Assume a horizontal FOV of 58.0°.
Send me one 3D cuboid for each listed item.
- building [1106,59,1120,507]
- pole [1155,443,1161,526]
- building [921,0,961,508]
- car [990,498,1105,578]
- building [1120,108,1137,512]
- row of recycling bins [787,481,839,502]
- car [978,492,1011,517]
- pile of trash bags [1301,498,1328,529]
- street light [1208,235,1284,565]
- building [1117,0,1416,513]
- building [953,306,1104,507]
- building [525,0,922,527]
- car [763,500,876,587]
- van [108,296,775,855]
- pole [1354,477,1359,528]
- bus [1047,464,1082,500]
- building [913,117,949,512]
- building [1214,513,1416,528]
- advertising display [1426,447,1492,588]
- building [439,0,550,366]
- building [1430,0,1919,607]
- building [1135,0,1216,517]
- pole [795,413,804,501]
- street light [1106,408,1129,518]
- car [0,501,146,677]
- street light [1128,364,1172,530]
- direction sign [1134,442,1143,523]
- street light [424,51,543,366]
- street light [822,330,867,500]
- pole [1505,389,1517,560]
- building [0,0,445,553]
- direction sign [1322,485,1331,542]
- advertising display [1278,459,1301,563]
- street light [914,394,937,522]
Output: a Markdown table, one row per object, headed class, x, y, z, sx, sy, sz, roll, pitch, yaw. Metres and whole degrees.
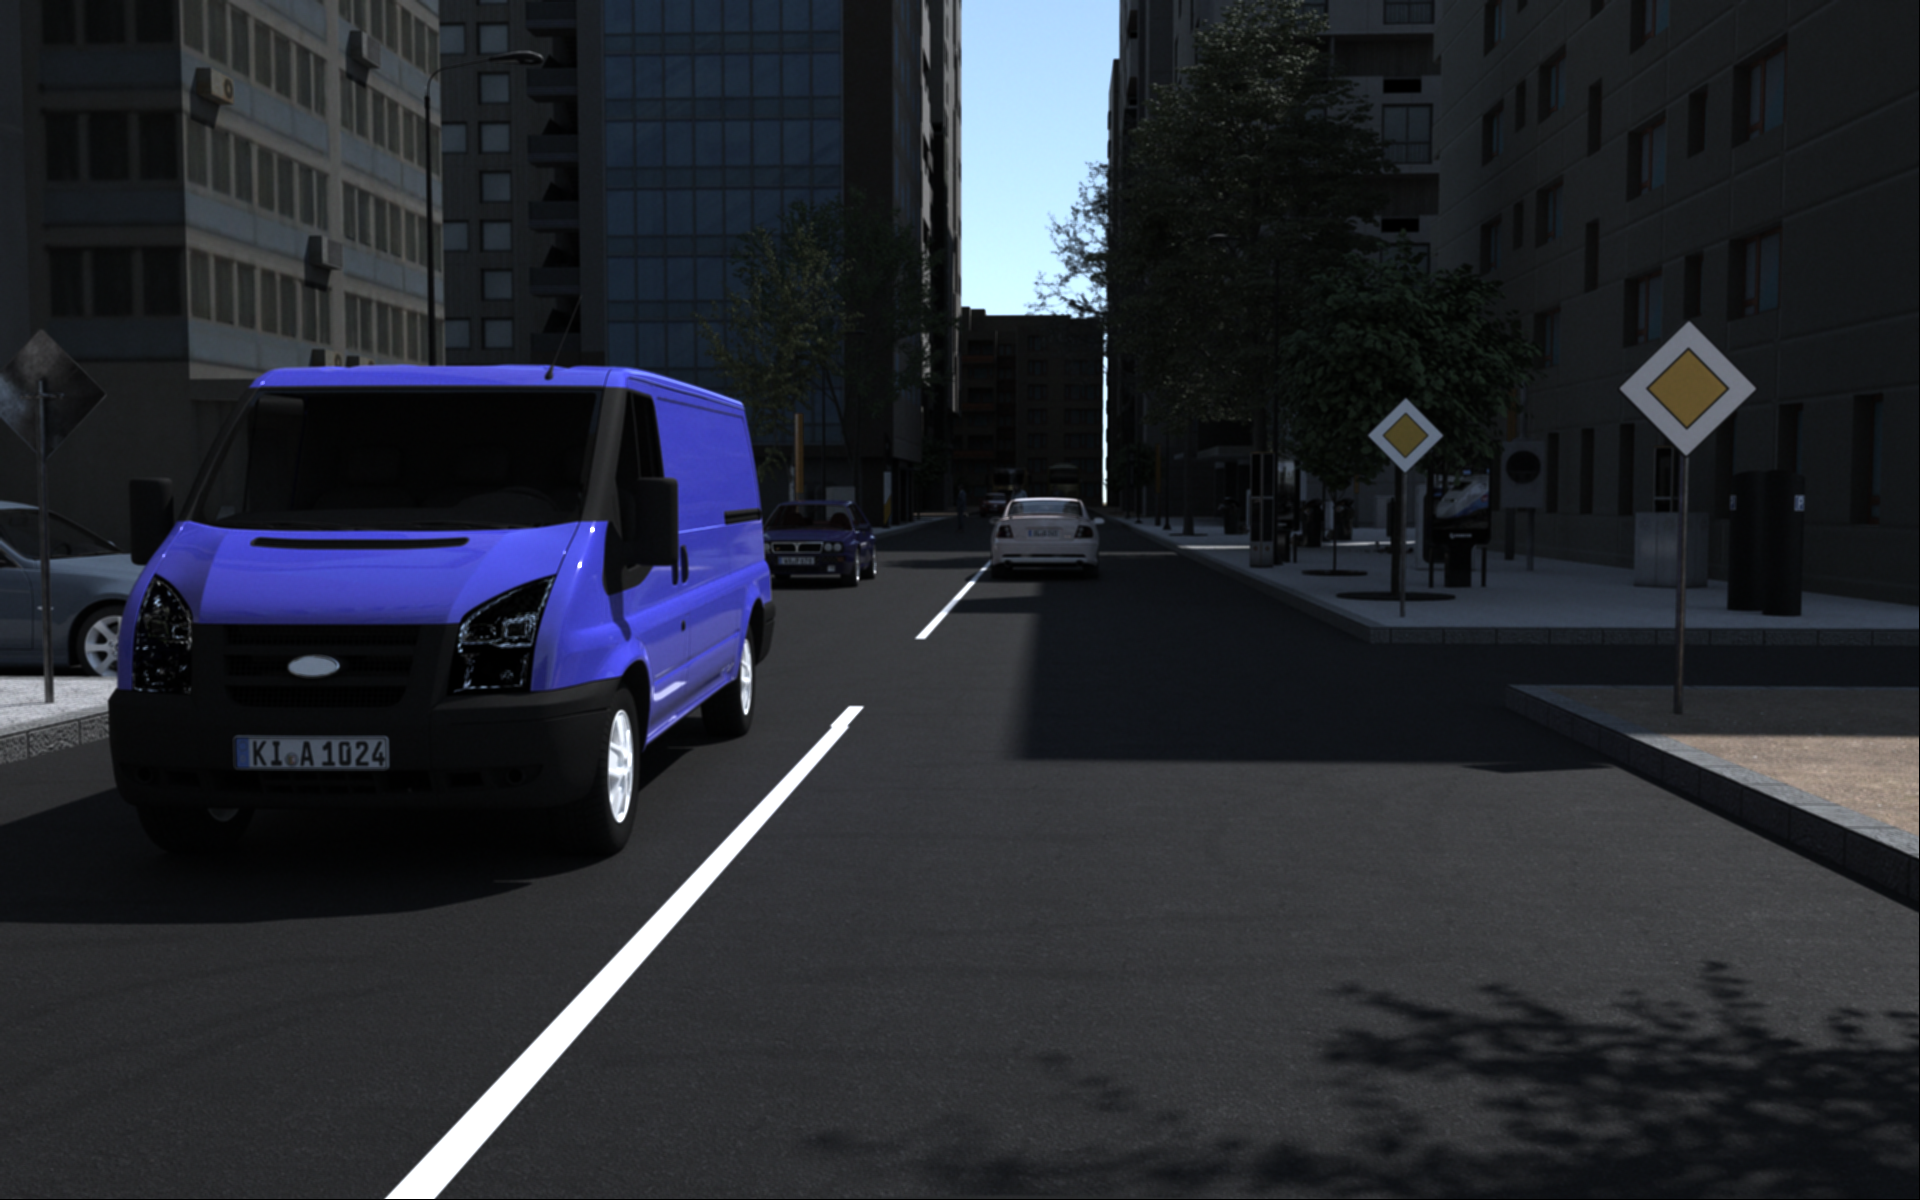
| class | x | y | z | sx | sy | sz | roll | pitch | yaw |
| --- | --- | --- | --- | --- | --- | --- | --- | --- | --- |
| building | 26.510 | -34.371 | 185.667 | 21.600 | 48.544 | 21.300 | 0 | 4 | 3 |
| pole | 7.981 | -4.645 | 69.793 | 0.158 | 3.312 | 0.155 | 0 | 3 | 0 |
| building | -13.502 | -34.564 | 154.358 | 27.495 | 52.752 | 28.713 | 0 | 4 | 3 |
| car | 1.542 | -1.132 | 30.873 | 2.083 | 1.381 | 4.827 | 0 | 4 | 4 |
| building | 19.279 | -22.085 | 132.787 | 14.160 | 30.474 | 14.107 | 0 | 4 | 3 |
| row of recycling bins | -4.838 | -3.054 | 57.041 | 1.069 | 1.692 | 3.534 | -2 | 4 | -24 |
| car | 2.244 | -6.157 | 109.713 | 2.155 | 1.783 | 4.494 | 0 | 4 | 4 |
| pile of trash bags | 12.375 | -3.311 | 63.887 | 3.447 | 1.369 | 1.912 | 0 | 4 | 5 |
| street light | 5.135 | -3.584 | 31.147 | 1.470 | 5.913 | 1.316 | 0 | 4 | 3 |
| building | 27.888 | -34.464 | 152.723 | 28.713 | 52.752 | 27.495 | 0 | 4 | 3 |
| building | 1.020 | -21.232 | 192.190 | 28.899 | 21.520 | 27.650 | 0 | 4 | 3 |
| building | -9.043 | -25.814 | 72.162 | 14.600 | 45.320 | 14.200 | 0 | 4 | 3 |
| car | -2.359 | -0.945 | 28.033 | 1.945 | 1.354 | 3.894 | 0 | 4 | 3 |
| van | -2.223 | -0.262 | 8.674 | 2.240 | 2.365 | 5.245 | 0 | 4 | 1 |
| pole | 14.900 | -4.357 | 65.081 | 0.158 | 3.312 | 0.155 | 0 | 3 | 0 |
| bus | 8.389 | -9.046 | 139.440 | 2.896 | 3.916 | 12.252 | 0 | 4 | 4 |
| building | -8.324 | -21.869 | 129.258 | 14.160 | 30.474 | 14.107 | 0 | 4 | 3 |
| building | 23.926 | -29.873 | 77.668 | 28.713 | 52.752 | 27.495 | 0 | 4 | 3 |
| advertising display | 6.856 | -1.137 | 23.802 | 0.974 | 1.923 | 0.123 | -1 | 4 | -19 |
| building | -16.001 | -31.741 | 108.198 | 28.713 | 52.752 | 27.495 | 0 | 4 | 3 |
| building | 26.038 | -11.358 | 30.750 | 28.899 | 21.520 | 27.650 | 0 | 4 | 3 |
| building | 21.863 | -34.779 | 110.642 | 21.231 | 58.520 | 28.212 | 0 | 4 | 3 |
| pole | -4.067 | -3.060 | 43.872 | 0.158 | 3.312 | 0.155 | 0 | 3 | 0 |
| street light | 8.504 | -7.369 | 93.022 | 1.470 | 5.913 | 1.316 | 0 | 4 | 3 |
| car | -7.649 | -0.095 | 13.548 | 4.499 | 1.417 | 2.014 | 0 | 4 | 1 |
| street light | 6.905 | -5.476 | 62.080 | 1.470 | 5.913 | 1.316 | 0 | 4 | 3 |
| direction sign | 7.856 | -5.144 | 76.109 | 0.379 | 3.537 | 0.876 | 0 | 4 | 1 |
| street light | -5.074 | -2.803 | 18.371 | 1.470 | 5.913 | 1.316 | 0 | 4 | 3 |
| street light | -3.344 | -4.695 | 49.306 | 1.470 | 5.913 | 1.316 | 0 | 4 | 3 |
| pole | 10.714 | -2.436 | 33.672 | 0.158 | 3.312 | 0.155 | 0 | 3 | 0 |
| building | -23.564 | -20.745 | 31.065 | 32.217 | 40.220 | 23.993 | 0 | 4 | 3 |
| direction sign | 9.794 | -3.338 | 46.574 | 0.876 | 3.537 | 0.379 | 3 | 5 | 44 |
| advertising display | 6.077 | -1.675 | 32.599 | 0.123 | 1.923 | 0.974 | -1 | 4 | -22 |
| street light | -1.746 | -6.613 | 80.655 | 1.470 | 5.913 | 1.316 | 0 | 4 | 3 |
